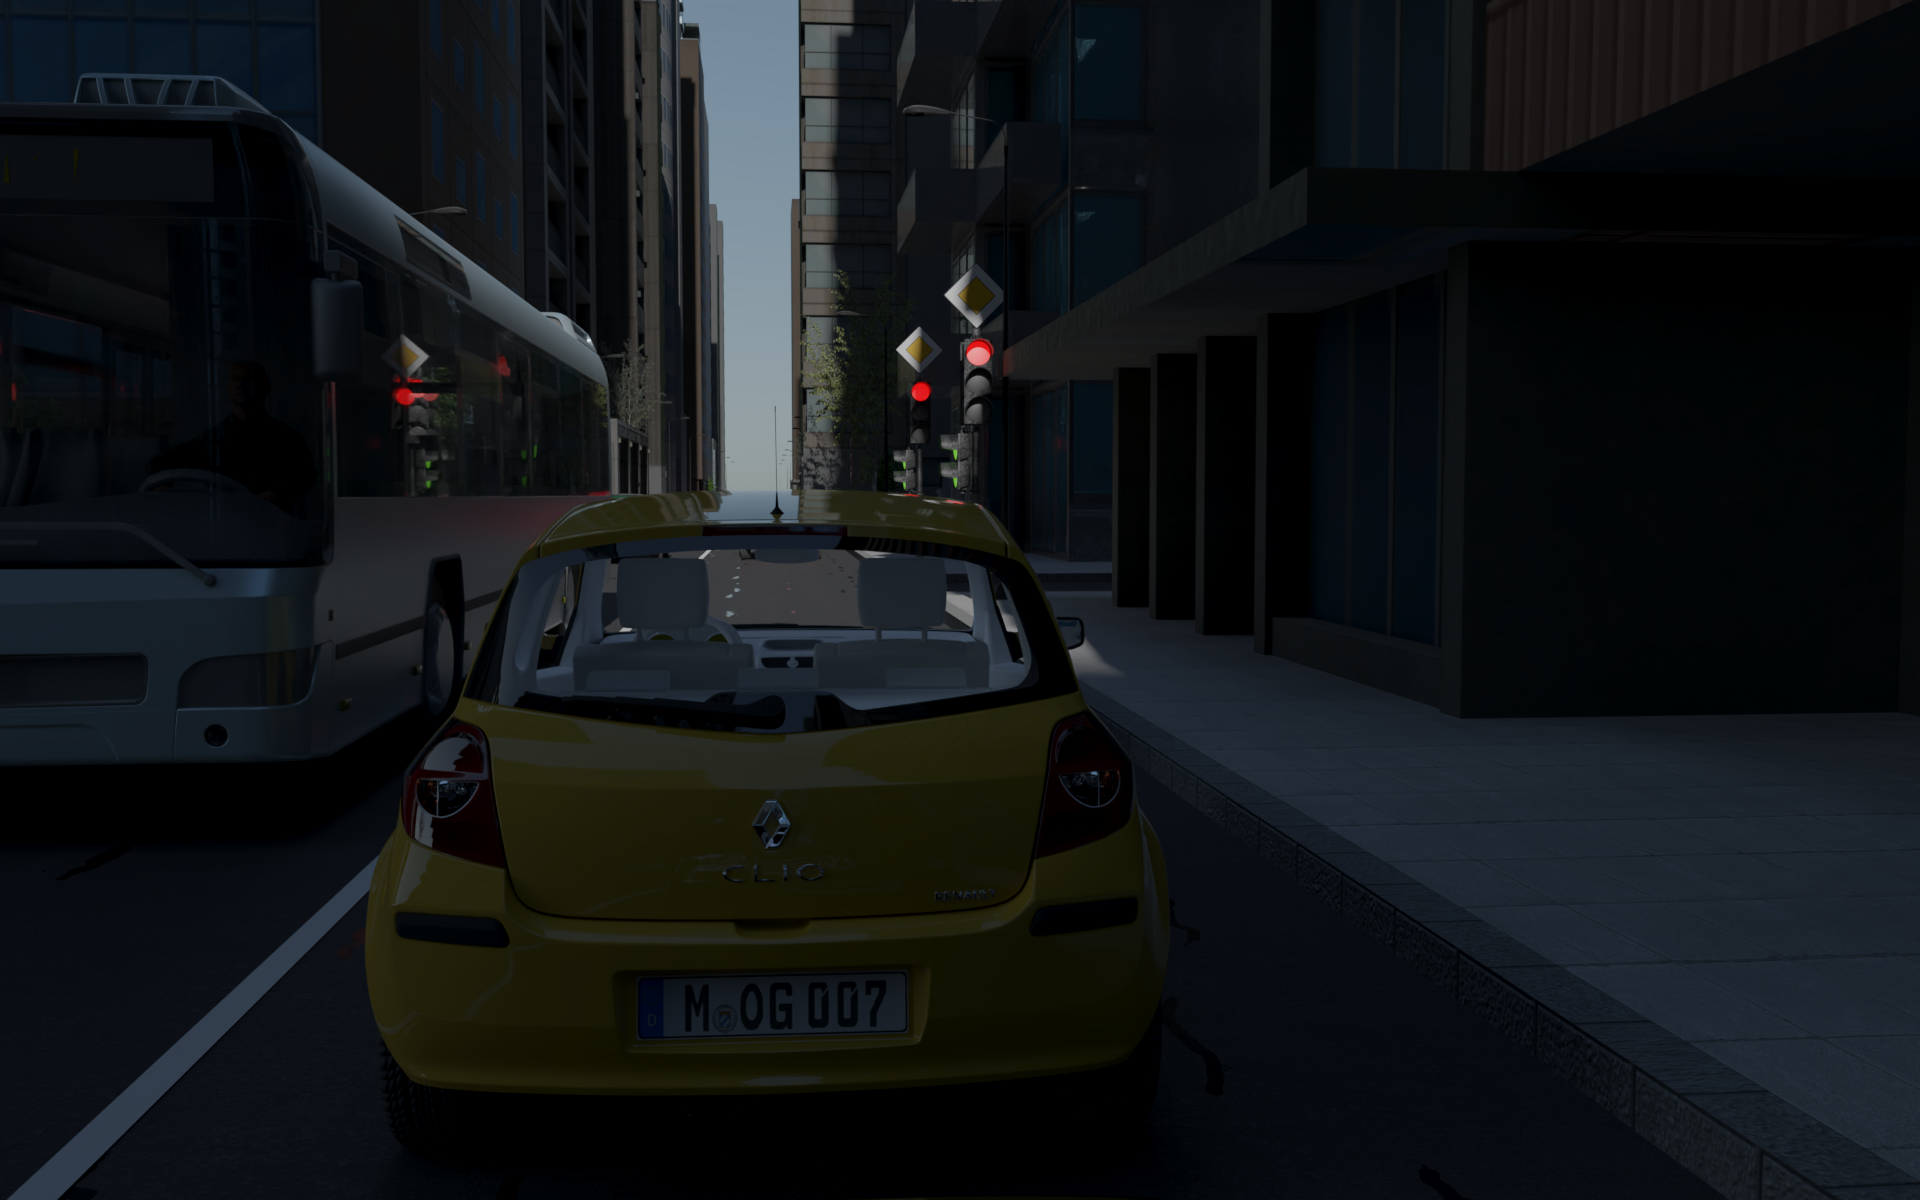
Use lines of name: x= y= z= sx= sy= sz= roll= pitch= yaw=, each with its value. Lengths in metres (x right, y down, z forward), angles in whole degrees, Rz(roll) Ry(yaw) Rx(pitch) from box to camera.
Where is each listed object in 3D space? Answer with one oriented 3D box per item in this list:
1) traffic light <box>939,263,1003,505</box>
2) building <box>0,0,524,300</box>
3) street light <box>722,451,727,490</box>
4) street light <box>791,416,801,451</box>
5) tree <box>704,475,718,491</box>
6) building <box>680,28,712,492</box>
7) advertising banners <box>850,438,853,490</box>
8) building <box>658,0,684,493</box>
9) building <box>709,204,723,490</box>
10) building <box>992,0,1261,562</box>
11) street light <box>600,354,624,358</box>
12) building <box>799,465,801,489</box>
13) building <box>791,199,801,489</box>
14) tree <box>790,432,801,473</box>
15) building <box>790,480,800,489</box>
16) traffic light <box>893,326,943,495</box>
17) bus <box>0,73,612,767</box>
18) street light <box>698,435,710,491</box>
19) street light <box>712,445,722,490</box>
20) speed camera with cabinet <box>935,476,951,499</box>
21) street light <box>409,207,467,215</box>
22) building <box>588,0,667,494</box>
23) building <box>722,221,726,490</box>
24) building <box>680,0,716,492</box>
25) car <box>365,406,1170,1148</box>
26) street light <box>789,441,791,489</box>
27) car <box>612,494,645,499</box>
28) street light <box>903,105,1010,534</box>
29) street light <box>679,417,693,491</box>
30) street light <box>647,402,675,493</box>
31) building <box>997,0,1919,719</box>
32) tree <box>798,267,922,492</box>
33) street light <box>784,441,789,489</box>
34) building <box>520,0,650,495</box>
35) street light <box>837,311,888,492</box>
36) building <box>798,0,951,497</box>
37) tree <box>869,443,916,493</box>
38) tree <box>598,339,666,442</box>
traffic light: x=0.176 y=-1.974 z=21.201 sx=0.839 sy=4.253 sz=0.868 roll=0 pitch=4 yaw=-6
building: x=-18.125 y=-23.793 z=39.124 sx=14.600 sy=45.320 sz=14.200 roll=0 pitch=4 yaw=-6
street light: x=-26.205 y=-13.109 z=186.875 sx=1.470 sy=5.913 sz=1.316 roll=0 pitch=4 yaw=-6
street light: x=-9.169 y=-8.003 z=103.398 sx=1.470 sy=5.913 sz=1.316 roll=0 pitch=4 yaw=-6
tree: x=-25.887 y=-11.313 z=179.568 sx=1.663 sy=3.219 sz=1.824 roll=0 pitch=3 yaw=0
building: x=-31.867 y=-31.667 z=167.864 sx=14.600 sy=45.320 sz=14.200 roll=0 pitch=4 yaw=-6
advertising banners: x=-3.293 y=-3.437 z=52.379 sx=0.090 sy=3.025 sz=2.074 roll=0 pitch=4 yaw=-4
building: x=-29.816 y=-35.030 z=114.742 sx=21.231 sy=58.520 sz=28.212 roll=0 pitch=4 yaw=-6
building: x=-40.269 y=-33.827 z=236.662 sx=14.154 sy=41.232 sz=14.086 roll=0 pitch=4 yaw=-6
building: x=13.664 y=-25.837 z=42.042 sx=30.456 sy=49.044 sz=23.786 roll=0 pitch=4 yaw=-6
street light: x=-11.865 y=-5.207 z=57.668 sx=1.470 sy=5.913 sz=1.316 roll=0 pitch=4 yaw=-6
building: x=-2.601 y=-42.852 z=138.875 sx=20.563 sy=71.187 sz=20.611 roll=0 pitch=4 yaw=-6
building: x=-17.882 y=-37.045 z=255.800 sx=14.600 sy=45.320 sz=14.200 roll=0 pitch=4 yaw=-6
tree: x=-16.956 y=-14.881 z=193.663 sx=4.360 sy=8.622 sz=3.978 roll=0 pitch=3 yaw=0
building: x=-6.991 y=-33.389 z=237.792 sx=32.217 sy=40.220 sz=23.993 roll=0 pitch=4 yaw=-6
traffic light: x=-0.701 y=-2.460 z=29.138 sx=0.839 sy=4.253 sz=0.868 roll=0 pitch=4 yaw=-6
bus: x=-4.447 y=-1.072 z=12.388 sx=2.948 sy=3.499 sz=13.247 roll=0 pitch=4 yaw=-6
street light: x=-20.486 y=-9.941 z=135.069 sx=1.470 sy=5.913 sz=1.316 roll=0 pitch=4 yaw=-6
street light: x=-23.640 y=-11.741 z=164.512 sx=1.470 sy=5.913 sz=1.316 roll=0 pitch=4 yaw=-6
speed camera with cabinet: x=-0.418 y=-3.789 z=56.280 sx=0.660 sy=3.252 sz=2.038 roll=0 pitch=4 yaw=-7
street light: x=-8.676 y=-3.400 z=28.135 sx=1.470 sy=5.913 sz=1.316 roll=0 pitch=4 yaw=-6
building: x=-23.385 y=-19.637 z=92.769 sx=14.160 sy=30.474 sz=14.107 roll=0 pitch=4 yaw=-6
building: x=-41.391 y=-34.711 z=251.114 sx=14.154 sy=41.232 sz=14.086 roll=0 pitch=4 yaw=-6
building: x=-41.368 y=-55.037 z=212.521 sx=22.319 sy=86.520 sz=31.000 roll=0 pitch=4 yaw=-6
car: x=-0.530 y=0.302 z=5.282 sx=2.015 sy=1.641 sz=3.980 roll=0 pitch=4 yaw=-5
street light: x=-11.042 y=-9.095 z=121.243 sx=1.470 sy=5.913 sz=1.316 roll=0 pitch=4 yaw=-6
car: x=-7.267 y=-1.565 z=37.389 sx=2.131 sy=1.459 sz=4.920 roll=0 pitch=4 yaw=-7
street light: x=0.016 y=-2.960 z=20.931 sx=1.470 sy=5.913 sz=1.316 roll=0 pitch=4 yaw=-6
street light: x=-16.993 y=-8.078 z=104.614 sx=1.470 sy=5.913 sz=1.316 roll=0 pitch=4 yaw=-6
street light: x=-15.127 y=-7.000 z=86.994 sx=1.470 sy=5.913 sz=1.316 roll=0 pitch=4 yaw=-6
building: x=12.682 y=-21.560 z=7.132 sx=22.147 sy=44.769 sz=28.867 roll=0 pitch=4 yaw=-6
tree: x=-2.992 y=-6.428 z=55.467 sx=4.737 sy=8.622 sz=4.395 roll=0 pitch=3 yaw=0
street light: x=-14.284 y=-10.889 z=150.582 sx=1.470 sy=5.913 sz=1.316 roll=0 pitch=4 yaw=-6
building: x=-22.398 y=-38.234 z=63.376 sx=20.563 sy=71.187 sz=20.611 roll=0 pitch=4 yaw=-6
street light: x=-2.429 y=-4.382 z=44.183 sx=1.470 sy=5.913 sz=1.316 roll=0 pitch=4 yaw=-6
building: x=0.723 y=-23.472 z=67.369 sx=14.154 sy=41.232 sz=14.086 roll=0 pitch=4 yaw=-6
tree: x=-2.550 y=-3.950 z=59.185 sx=1.663 sy=3.219 sz=1.824 roll=0 pitch=3 yaw=0
tree: x=-15.881 y=-8.009 z=81.308 sx=4.360 sy=8.622 sz=3.978 roll=0 pitch=3 yaw=0
